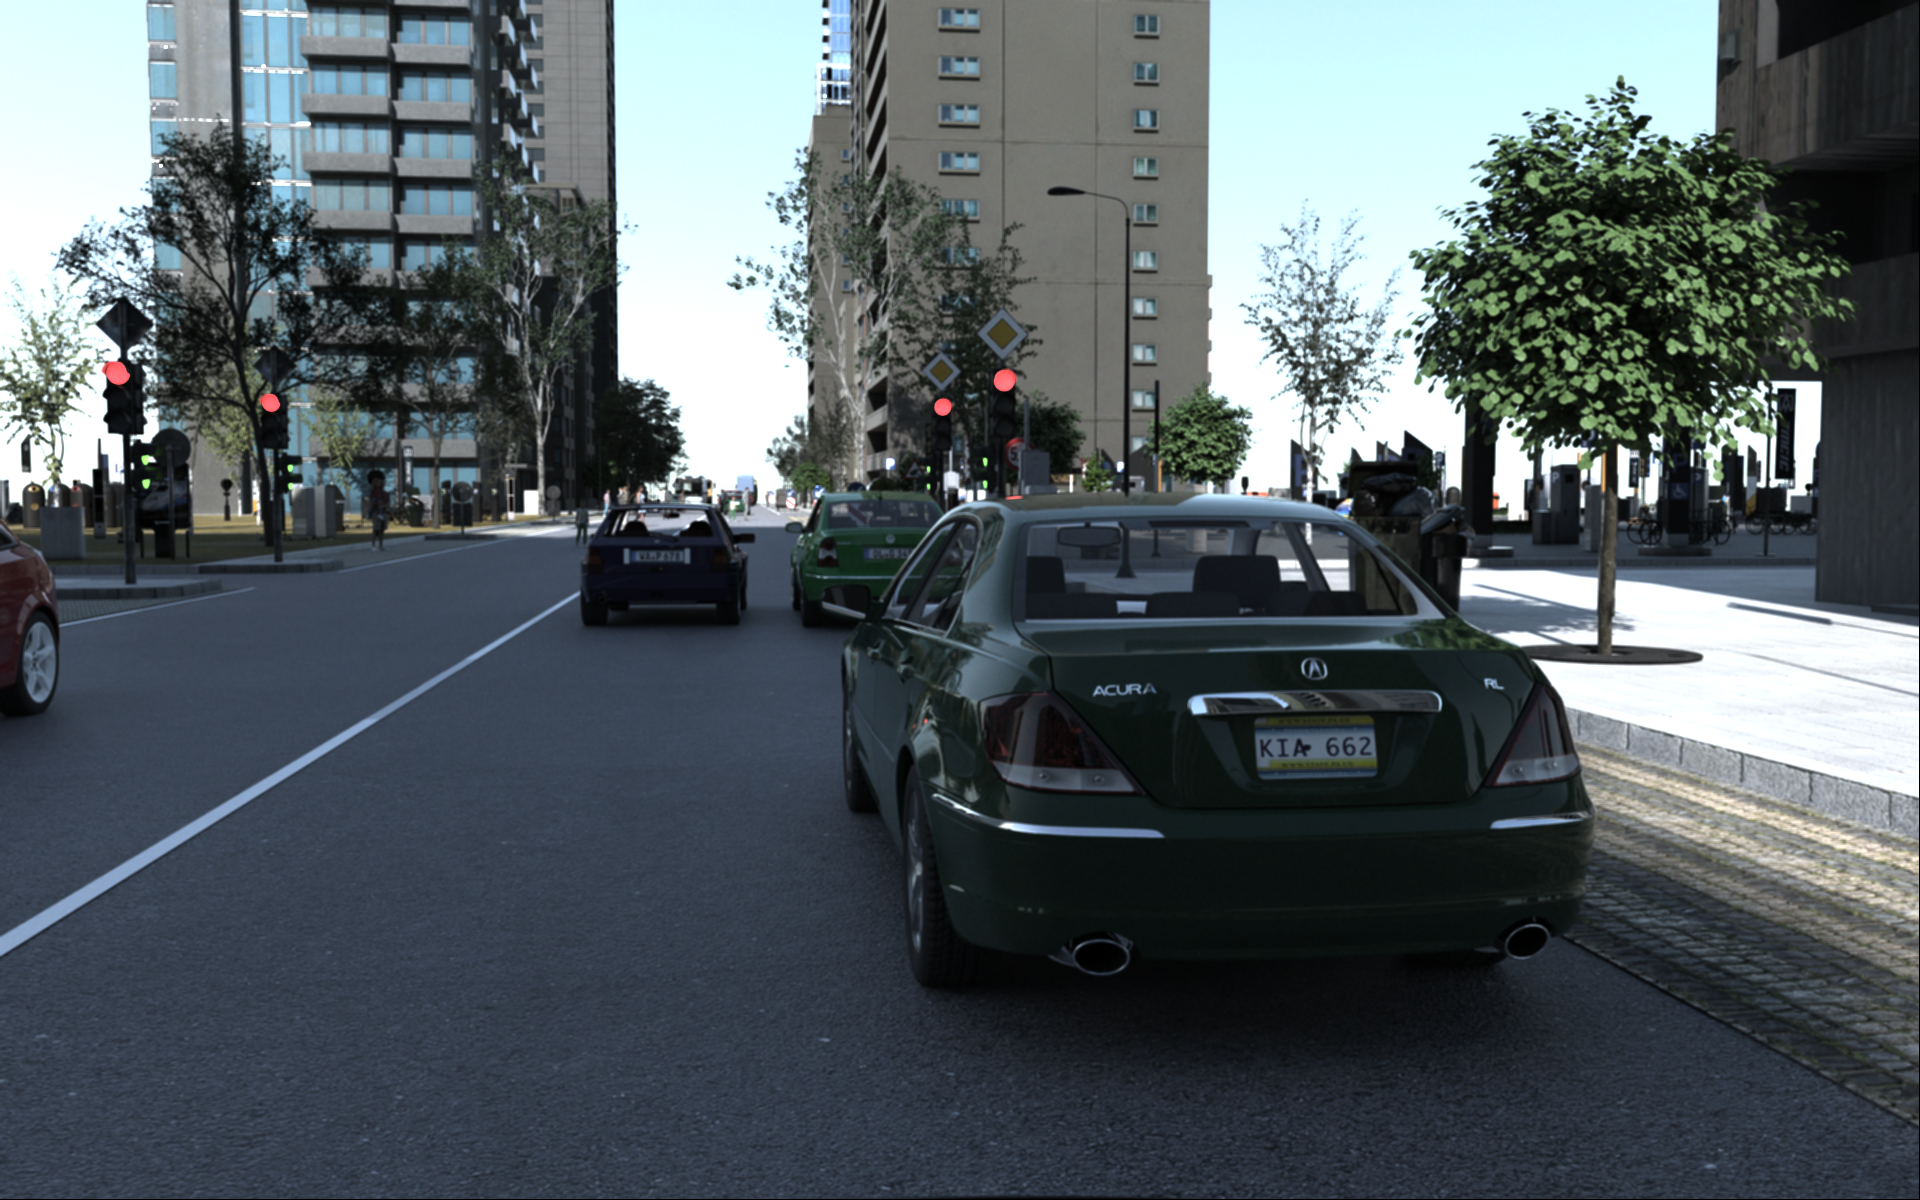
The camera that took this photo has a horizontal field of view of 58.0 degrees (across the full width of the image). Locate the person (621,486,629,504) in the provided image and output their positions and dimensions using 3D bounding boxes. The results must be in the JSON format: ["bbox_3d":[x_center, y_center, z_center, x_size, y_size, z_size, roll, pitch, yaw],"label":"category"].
[{"bbox_3d":[-14.344,-3.980,74.114,0.362,1.759,0.519,0,4,2],"label":"person"}]

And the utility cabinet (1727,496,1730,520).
[{"bbox_3d":[33.123,-3.933,75.473,1.020,1.237,0.306,-3,4,-36],"label":"utility cabinet"}]

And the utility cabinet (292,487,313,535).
[{"bbox_3d":[-20.458,-2.770,53.973,0.318,1.500,1.173,-3,5,-41],"label":"utility cabinet"}]

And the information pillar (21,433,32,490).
[{"bbox_3d":[-36.068,-4.624,66.953,0.504,3.616,0.183,2,4,26],"label":"information pillar"}]

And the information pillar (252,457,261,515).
[{"bbox_3d":[-42.389,-6.915,104.408,0.504,3.616,0.183,-3,5,-40],"label":"information pillar"}]

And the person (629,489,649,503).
[{"bbox_3d":[-20.343,-6.191,109.810,1.348,1.812,0.705,0,4,4],"label":"person"}]

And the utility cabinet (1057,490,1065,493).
[{"bbox_3d":[6.008,-5.841,104.183,0.318,1.500,1.173,1,4,21],"label":"utility cabinet"}]

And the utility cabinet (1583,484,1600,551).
[{"bbox_3d":[14.171,-1.837,38.714,0.318,1.500,1.173,1,4,12],"label":"utility cabinet"}]

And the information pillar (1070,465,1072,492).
[{"bbox_3d":[4.709,-5.020,73.430,0.183,3.616,0.504,0,4,1],"label":"information pillar"}]

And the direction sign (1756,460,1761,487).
[{"bbox_3d":[53.604,-7.619,116.572,0.379,3.537,0.876,-1,4,-11],"label":"direction sign"}]

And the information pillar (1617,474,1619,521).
[{"bbox_3d":[24.290,-3.667,64.452,0.304,2.012,0.304,0,4,4],"label":"information pillar"}]

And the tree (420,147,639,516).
[{"bbox_3d":[-25.136,-14.787,97.648,12.611,20.169,13.585,0,3,0],"label":"tree"}]

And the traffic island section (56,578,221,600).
[{"bbox_3d":[-11.889,-0.153,24.790,2.009,0.180,2.903,0,4,-7],"label":"traffic island section"}]

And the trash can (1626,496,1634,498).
[{"bbox_3d":[44.879,-6.371,115.823,0.748,1.137,0.748,0,3,0],"label":"trash can"}]

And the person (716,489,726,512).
[{"bbox_3d":[-18.593,-7.754,135.266,0.705,1.826,1.348,1,4,23],"label":"person"}]

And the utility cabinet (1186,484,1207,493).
[{"bbox_3d":[5.177,-1.786,37.888,0.318,1.500,1.173,0,3,0],"label":"utility cabinet"}]

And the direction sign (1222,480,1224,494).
[{"bbox_3d":[8.696,-3.990,57.238,0.379,3.537,0.876,1,4,19],"label":"direction sign"}]

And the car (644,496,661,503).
[{"bbox_3d":[-20.008,-6.150,113.138,1.945,1.354,3.894,-1,4,-8],"label":"car"}]

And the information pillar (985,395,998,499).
[{"bbox_3d":[0.788,-3.035,40.977,0.504,3.616,0.183,-3,5,-39],"label":"information pillar"}]

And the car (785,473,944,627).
[{"bbox_3d":[-1.025,-0.694,20.136,1.959,1.807,4.718,0,4,-8],"label":"car"}]

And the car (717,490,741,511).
[{"bbox_3d":[-19.354,-8.403,146.056,2.281,1.827,5.304,-1,4,-9],"label":"car"}]

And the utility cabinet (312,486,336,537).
[{"bbox_3d":[-18.665,-2.586,50.962,0.318,1.500,1.173,-2,4,-34],"label":"utility cabinet"}]

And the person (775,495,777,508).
[{"bbox_3d":[-18.692,-10.298,177.816,0.756,1.711,0.436,-3,4,-37],"label":"person"}]

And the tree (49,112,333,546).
[{"bbox_3d":[-17.208,-6.612,42.516,7.601,10.594,8.767,3,4,38],"label":"tree"}]

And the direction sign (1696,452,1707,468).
[{"bbox_3d":[39.659,-6.169,92.858,0.876,3.537,0.379,-1,4,-23],"label":"direction sign"}]

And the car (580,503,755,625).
[{"bbox_3d":[-3.393,-0.472,20.290,1.945,1.354,3.894,0,4,-5],"label":"car"}]

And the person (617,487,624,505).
[{"bbox_3d":[-19.582,-5.617,100.309,0.822,1.834,0.622,-3,4,-37],"label":"person"}]

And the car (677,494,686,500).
[{"bbox_3d":[-24.457,-8.314,147.728,2.131,1.459,4.920,-1,4,-9],"label":"car"}]

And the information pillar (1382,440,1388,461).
[{"bbox_3d":[18.469,-5.135,75.317,0.183,3.616,0.504,2,4,34],"label":"information pillar"}]

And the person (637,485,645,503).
[{"bbox_3d":[-14.033,-4.115,75.866,0.778,1.811,0.616,1,4,8],"label":"person"}]

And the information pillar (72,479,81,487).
[{"bbox_3d":[-43.548,-4.949,85.409,0.304,2.012,0.304,0,4,-8],"label":"information pillar"}]

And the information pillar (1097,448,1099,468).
[{"bbox_3d":[6.965,-5.879,87.476,0.183,3.616,0.504,1,4,8],"label":"information pillar"}]

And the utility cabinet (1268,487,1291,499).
[{"bbox_3d":[10.042,-2.793,54.339,0.318,1.500,1.173,2,4,33],"label":"utility cabinet"}]

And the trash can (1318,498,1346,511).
[{"bbox_3d":[13.101,-2.978,60.341,0.748,1.137,0.748,0,3,0],"label":"trash can"}]

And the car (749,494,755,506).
[{"bbox_3d":[-26.296,-12.466,212.851,2.155,1.783,4.494,0,4,-7],"label":"car"}]

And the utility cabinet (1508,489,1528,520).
[{"bbox_3d":[26.735,-4.513,82.468,1.173,1.500,0.318,1,4,21],"label":"utility cabinet"}]

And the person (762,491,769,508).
[{"bbox_3d":[-20.199,-10.467,180.160,0.750,1.759,0.617,0,4,-1],"label":"person"}]

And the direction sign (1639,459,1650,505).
[{"bbox_3d":[32.205,-5.473,81.479,0.876,3.537,0.379,-3,4,-38],"label":"direction sign"}]

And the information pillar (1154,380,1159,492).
[{"bbox_3d":[4.027,-2.699,35.491,0.183,3.616,0.504,0,4,6],"label":"information pillar"}]

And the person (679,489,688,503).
[{"bbox_3d":[-21.994,-7.893,137.559,0.705,1.824,1.348,1,4,19],"label":"person"}]

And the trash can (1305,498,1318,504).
[{"bbox_3d":[13.267,-3.249,64.773,0.748,1.137,0.748,0,3,0],"label":"trash can"}]

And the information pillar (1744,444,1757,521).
[{"bbox_3d":[37.038,-5.488,81.079,0.183,3.616,0.504,-2,4,-26],"label":"information pillar"}]

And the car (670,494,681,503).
[{"bbox_3d":[-23.844,-7.975,142.189,2.131,1.459,4.920,0,4,-6],"label":"car"}]

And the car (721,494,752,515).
[{"bbox_3d":[-15.372,-6.566,119.150,2.131,1.459,4.920,0,4,-8],"label":"car"}]

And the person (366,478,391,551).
[{"bbox_3d":[-14.599,-2.141,43.476,0.573,1.828,0.580,0,4,-5],"label":"person"}]

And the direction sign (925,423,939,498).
[{"bbox_3d":[-0.848,-3.854,55.008,0.379,3.537,0.876,-2,4,-35],"label":"direction sign"}]

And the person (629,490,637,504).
[{"bbox_3d":[-22.529,-6.805,120.486,0.721,1.735,1.217,3,5,43],"label":"person"}]

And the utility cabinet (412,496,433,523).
[{"bbox_3d":[-23.555,-3.965,75.987,0.306,1.237,1.020,2,4,24],"label":"utility cabinet"}]

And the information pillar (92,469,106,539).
[{"bbox_3d":[-24.848,-2.783,49.996,0.304,2.012,0.304,-1,4,-22],"label":"information pillar"}]

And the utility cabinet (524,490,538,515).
[{"bbox_3d":[-25.789,-5.889,104.965,1.173,1.500,0.318,0,4,3],"label":"utility cabinet"}]

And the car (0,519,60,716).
[{"bbox_3d":[-6.681,-0.042,9.721,2.155,1.783,4.494,0,4,-7],"label":"car"}]

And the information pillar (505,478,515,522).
[{"bbox_3d":[-20.845,-4.633,80.242,0.304,2.012,0.304,-2,4,-35],"label":"information pillar"}]

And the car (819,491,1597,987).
[{"bbox_3d":[0.567,0.320,6.565,2.131,1.459,4.920,0,4,-8],"label":"car"}]

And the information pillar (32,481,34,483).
[{"bbox_3d":[-50.905,-5.534,94.971,0.304,2.012,0.304,-2,4,-29],"label":"information pillar"}]

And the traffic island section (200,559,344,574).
[{"bbox_3d":[-12.889,-0.638,32.713,2.009,0.180,2.903,0,4,-7],"label":"traffic island section"}]

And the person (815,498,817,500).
[{"bbox_3d":[-8.079,-5.189,97.610,0.475,1.303,0.640,-2,4,-24],"label":"person"}]

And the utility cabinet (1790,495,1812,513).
[{"bbox_3d":[39.533,-4.292,81.343,0.306,1.237,1.020,-2,4,-30],"label":"utility cabinet"}]

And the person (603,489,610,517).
[{"bbox_3d":[-21.937,-6.003,107.485,0.643,1.720,0.563,-2,4,-35],"label":"person"}]
